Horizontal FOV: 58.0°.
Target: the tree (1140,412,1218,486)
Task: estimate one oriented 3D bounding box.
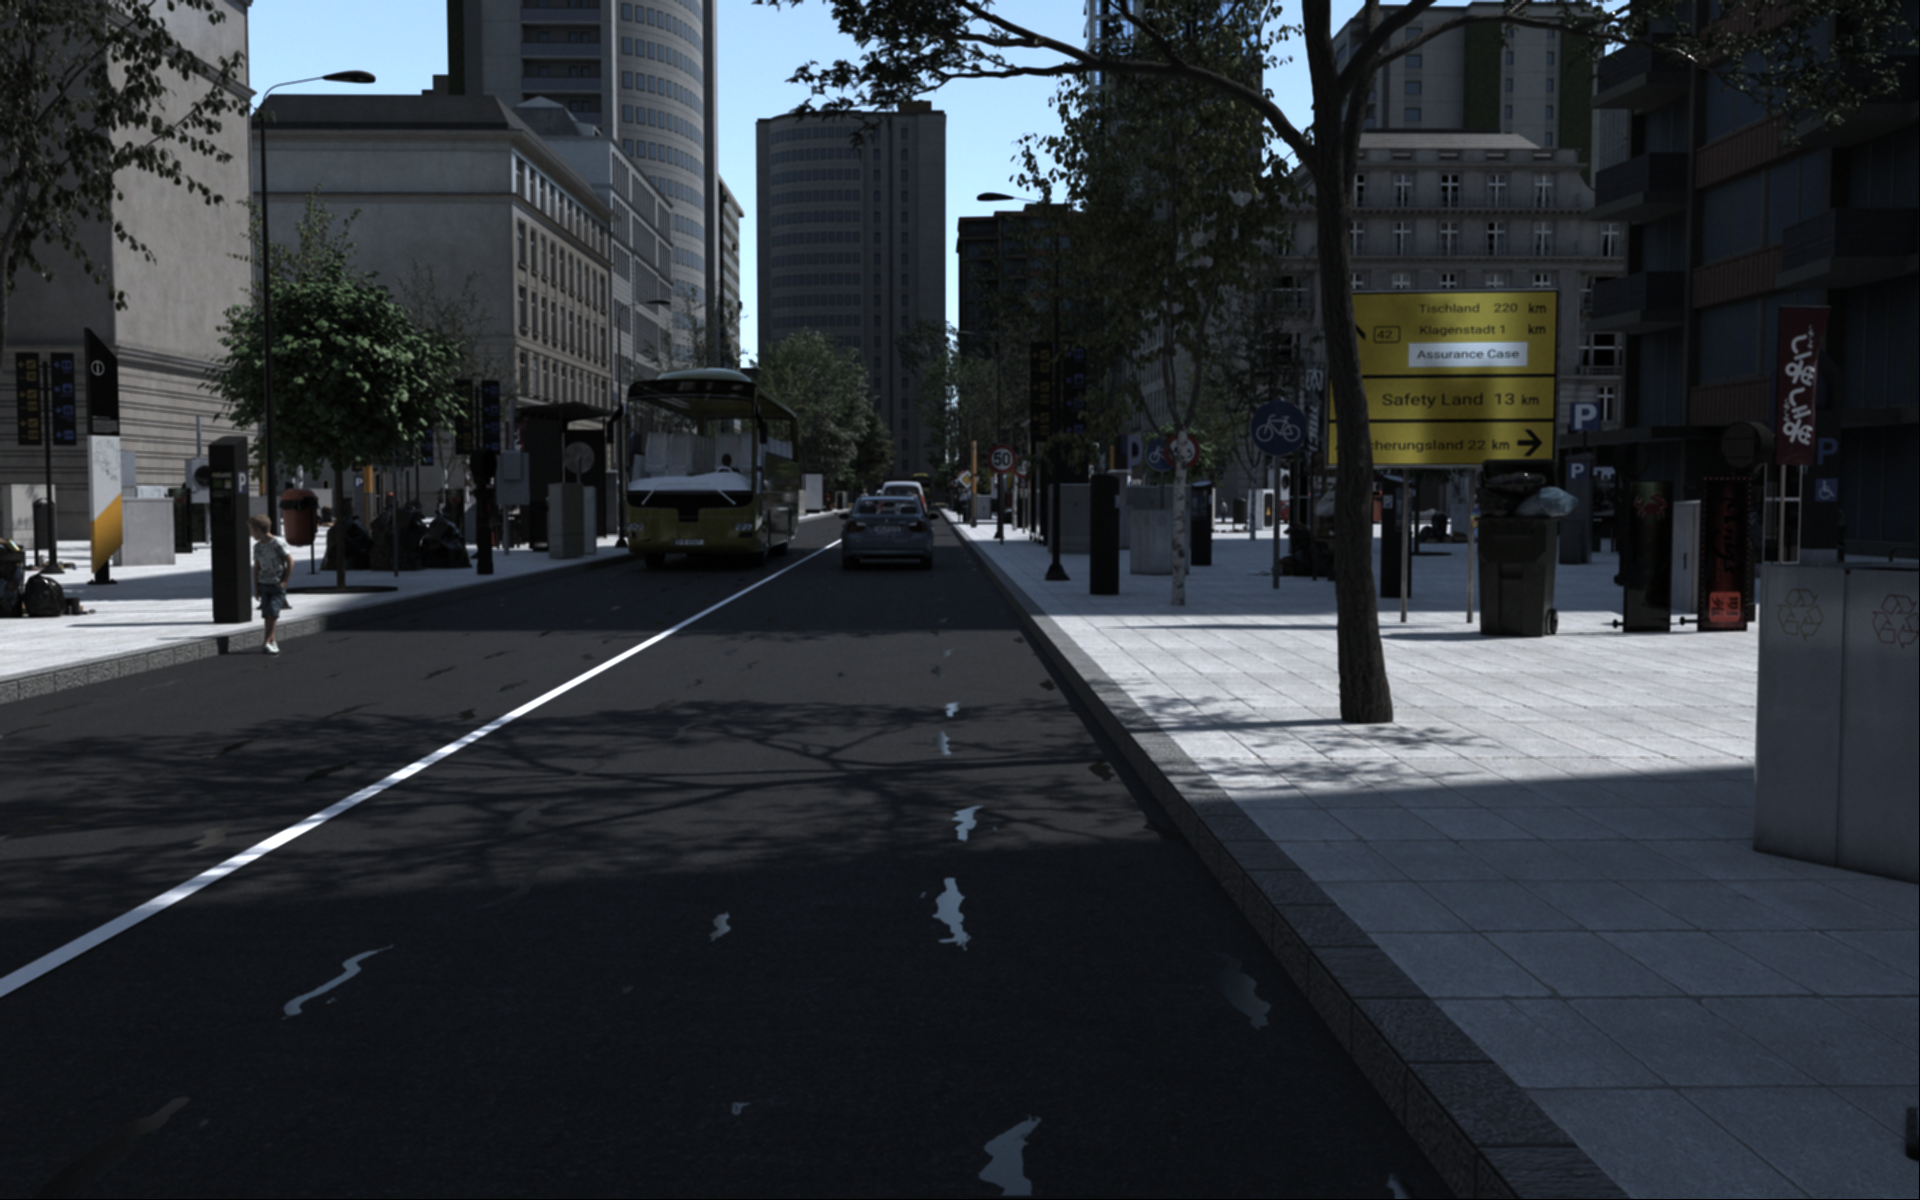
[{"bbox_3d":[8.627,-5.242,69.428,4.285,4.588,4.351,0,3,0],"label":"tree"}]

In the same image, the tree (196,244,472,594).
[{"bbox_3d":[-8.279,-2.391,22.804,4.285,4.588,4.351,0,3,0],"label":"tree"}]

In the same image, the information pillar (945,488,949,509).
[{"bbox_3d":[-1.105,-9.053,152.500,0.304,2.012,0.304,1,4,12],"label":"information pillar"}]

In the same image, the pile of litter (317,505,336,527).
[{"bbox_3d":[-24.677,-3.290,67.764,1.719,0.858,1.176,-1,4,-17],"label":"pile of litter"}]

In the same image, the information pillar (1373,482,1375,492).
[{"bbox_3d":[13.490,-4.035,57.334,0.504,3.616,0.183,0,4,0],"label":"information pillar"}]

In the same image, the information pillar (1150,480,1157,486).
[{"bbox_3d":[10.410,-5.426,93.204,0.304,2.012,0.304,-2,4,-25],"label":"information pillar"}]

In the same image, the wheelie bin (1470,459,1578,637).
[{"bbox_3d":[5.096,-0.479,15.745,0.980,1.594,0.693,2,4,29],"label":"wheelie bin"}]

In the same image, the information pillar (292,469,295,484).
[{"bbox_3d":[-34.640,-6.033,89.998,0.183,3.616,0.504,-1,4,-14],"label":"information pillar"}]

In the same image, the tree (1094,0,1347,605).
[{"bbox_3d":[2.524,-4.262,20.046,4.737,8.622,4.395,0,3,0],"label":"tree"}]

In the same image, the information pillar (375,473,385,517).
[{"bbox_3d":[-20.466,-3.463,61.113,0.304,2.012,0.304,-1,4,-15],"label":"information pillar"}]

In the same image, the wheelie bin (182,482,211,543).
[{"bbox_3d":[-20.236,-2.326,45.940,0.693,1.594,0.980,3,5,41],"label":"wheelie bin"}]

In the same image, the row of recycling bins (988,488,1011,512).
[{"bbox_3d":[2.974,-7.043,122.260,1.069,1.692,3.534,-2,4,-26],"label":"row of recycling bins"}]

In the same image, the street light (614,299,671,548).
[{"bbox_3d":[-7.587,-4.213,41.422,1.470,5.913,1.316,0,4,-1],"label":"street light"}]

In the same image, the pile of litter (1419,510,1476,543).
[{"bbox_3d":[12.788,-1.929,45.510,1.719,0.858,1.176,0,4,-7],"label":"pile of litter"}]

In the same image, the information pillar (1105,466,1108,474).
[{"bbox_3d":[11.613,-8.930,137.354,0.183,3.616,0.504,-2,4,-30],"label":"information pillar"}]

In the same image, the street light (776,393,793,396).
[{"bbox_3d":[-8.366,-6.564,79.870,1.470,5.913,1.316,0,4,-1],"label":"street light"}]

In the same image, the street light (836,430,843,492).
[{"bbox_3d":[-9.085,-9.286,124.366,1.470,5.913,1.316,0,4,-1],"label":"street light"}]

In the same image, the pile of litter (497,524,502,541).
[{"bbox_3d":[-12.704,-2.102,48.325,1.176,0.858,1.719,0,4,3],"label":"pile of litter"}]

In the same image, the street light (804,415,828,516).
[{"bbox_3d":[-8.634,-7.922,102.071,1.470,5.913,1.316,0,4,-1],"label":"street light"}]

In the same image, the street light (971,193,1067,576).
[{"bbox_3d":[0.958,-3.323,26.865,1.470,5.913,1.316,0,4,-1],"label":"street light"}]

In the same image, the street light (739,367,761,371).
[{"bbox_3d":[-8.008,-5.571,63.621,1.470,5.913,1.316,0,4,-1],"label":"street light"}]

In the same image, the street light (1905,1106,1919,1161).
[{"bbox_3d":[1.472,-1.876,3.209,1.470,5.913,1.316,0,4,-1],"label":"street light"}]

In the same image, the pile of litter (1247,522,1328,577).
[{"bbox_3d":[5.427,-0.816,27.300,1.719,0.858,1.176,3,4,38],"label":"pile of litter"}]

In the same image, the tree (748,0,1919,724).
[{"bbox_3d":[2.020,-4.604,9.683,7.601,10.594,8.767,2,4,32],"label":"tree"}]

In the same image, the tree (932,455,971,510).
[{"bbox_3d":[-0.346,-9.722,142.661,4.285,4.588,4.351,0,3,0],"label":"tree"}]

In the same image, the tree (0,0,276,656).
[{"bbox_3d":[-7.699,-3.873,13.690,4.360,8.622,3.978,0,3,0],"label":"tree"}]

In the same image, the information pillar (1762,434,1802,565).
[{"bbox_3d":[10.063,-1.022,21.202,0.304,2.012,0.304,-1,4,-19],"label":"information pillar"}]

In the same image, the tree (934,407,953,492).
[{"bbox_3d":[0.927,-9.985,113.616,4.360,8.622,3.978,0,3,0],"label":"tree"}]

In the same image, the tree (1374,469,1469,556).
[{"bbox_3d":[9.754,-3.233,36.574,4.285,4.588,4.351,0,3,0],"label":"tree"}]

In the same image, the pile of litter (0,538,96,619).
[{"bbox_3d":[-10.074,-0.257,18.162,1.719,0.858,1.176,-1,4,-13],"label":"pile of litter"}]

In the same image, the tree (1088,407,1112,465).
[{"bbox_3d":[10.799,-11.701,141.675,4.360,8.622,3.978,0,3,0],"label":"tree"}]

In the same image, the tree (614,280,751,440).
[{"bbox_3d":[-9.166,-6.660,59.248,4.360,8.622,3.978,0,3,0],"label":"tree"}]

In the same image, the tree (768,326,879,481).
[{"bbox_3d":[-10.823,-13.696,130.587,9.857,13.997,8.962,0,3,0],"label":"tree"}]

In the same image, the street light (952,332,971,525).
[{"bbox_3d":[0.584,-4.718,49.674,1.470,5.913,1.316,0,4,-1],"label":"street light"}]

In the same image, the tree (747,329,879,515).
[{"bbox_3d":[-9.915,-11.142,107.924,9.928,11.665,9.643,0,3,0],"label":"tree"}]

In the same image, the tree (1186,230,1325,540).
[{"bbox_3d":[8.163,-5.976,48.073,4.360,8.622,3.978,0,3,0],"label":"tree"}]

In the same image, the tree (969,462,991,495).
[{"bbox_3d":[1.191,-6.722,104.504,1.663,3.219,1.824,0,3,0],"label":"tree"}]

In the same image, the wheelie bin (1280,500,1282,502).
[{"bbox_3d":[15.831,-4.772,85.934,0.980,1.594,0.693,-1,4,-16],"label":"wheelie bin"}]

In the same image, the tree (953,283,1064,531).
[{"bbox_3d":[1.898,-6.759,60.876,4.360,8.622,3.978,0,3,0],"label":"tree"}]

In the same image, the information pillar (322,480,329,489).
[{"bbox_3d":[-32.777,-5.200,89.511,0.304,2.012,0.304,-2,4,-25],"label":"information pillar"}]

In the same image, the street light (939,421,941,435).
[{"bbox_3d":[-0.181,-7.037,87.596,1.470,5.913,1.316,0,4,-1],"label":"street light"}]

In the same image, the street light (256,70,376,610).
[{"bbox_3d":[-7.108,-2.850,19.144,1.470,5.913,1.316,0,4,-1],"label":"street light"}]

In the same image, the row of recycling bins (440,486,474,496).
[{"bbox_3d":[-26.036,-5.042,89.542,1.069,1.692,3.534,0,4,3],"label":"row of recycling bins"}]

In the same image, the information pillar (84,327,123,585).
[{"bbox_3d":[-12.162,-2.033,24.590,0.183,3.616,0.504,2,4,24],"label":"information pillar"}]

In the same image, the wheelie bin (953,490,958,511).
[{"bbox_3d":[-0.206,-7.439,129.543,0.693,1.594,0.980,0,4,-1],"label":"wheelie bin"}]

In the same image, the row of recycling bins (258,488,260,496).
[{"bbox_3d":[-36.063,-4.867,86.692,3.534,1.692,1.069,3,5,39],"label":"row of recycling bins"}]

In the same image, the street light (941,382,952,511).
[{"bbox_3d":[0.047,-6.075,71.870,1.470,5.913,1.316,0,4,-1],"label":"street light"}]

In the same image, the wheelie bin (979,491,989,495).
[{"bbox_3d":[1.560,-6.657,116.752,0.693,1.594,0.980,1,4,18],"label":"wheelie bin"}]

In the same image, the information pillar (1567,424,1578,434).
[{"bbox_3d":[20.472,-4.063,57.790,0.504,3.616,0.183,0,4,1],"label":"information pillar"}]

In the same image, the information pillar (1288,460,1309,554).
[{"bbox_3d":[7.266,-1.998,37.161,0.304,2.012,0.304,-2,4,-31],"label":"information pillar"}]

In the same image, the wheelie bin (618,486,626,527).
[{"bbox_3d":[-13.253,-3.587,66.562,0.980,1.594,0.693,3,4,38],"label":"wheelie bin"}]

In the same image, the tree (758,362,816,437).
[{"bbox_3d":[-10.148,-8.903,95.921,4.737,8.622,4.395,0,3,0],"label":"tree"}]
